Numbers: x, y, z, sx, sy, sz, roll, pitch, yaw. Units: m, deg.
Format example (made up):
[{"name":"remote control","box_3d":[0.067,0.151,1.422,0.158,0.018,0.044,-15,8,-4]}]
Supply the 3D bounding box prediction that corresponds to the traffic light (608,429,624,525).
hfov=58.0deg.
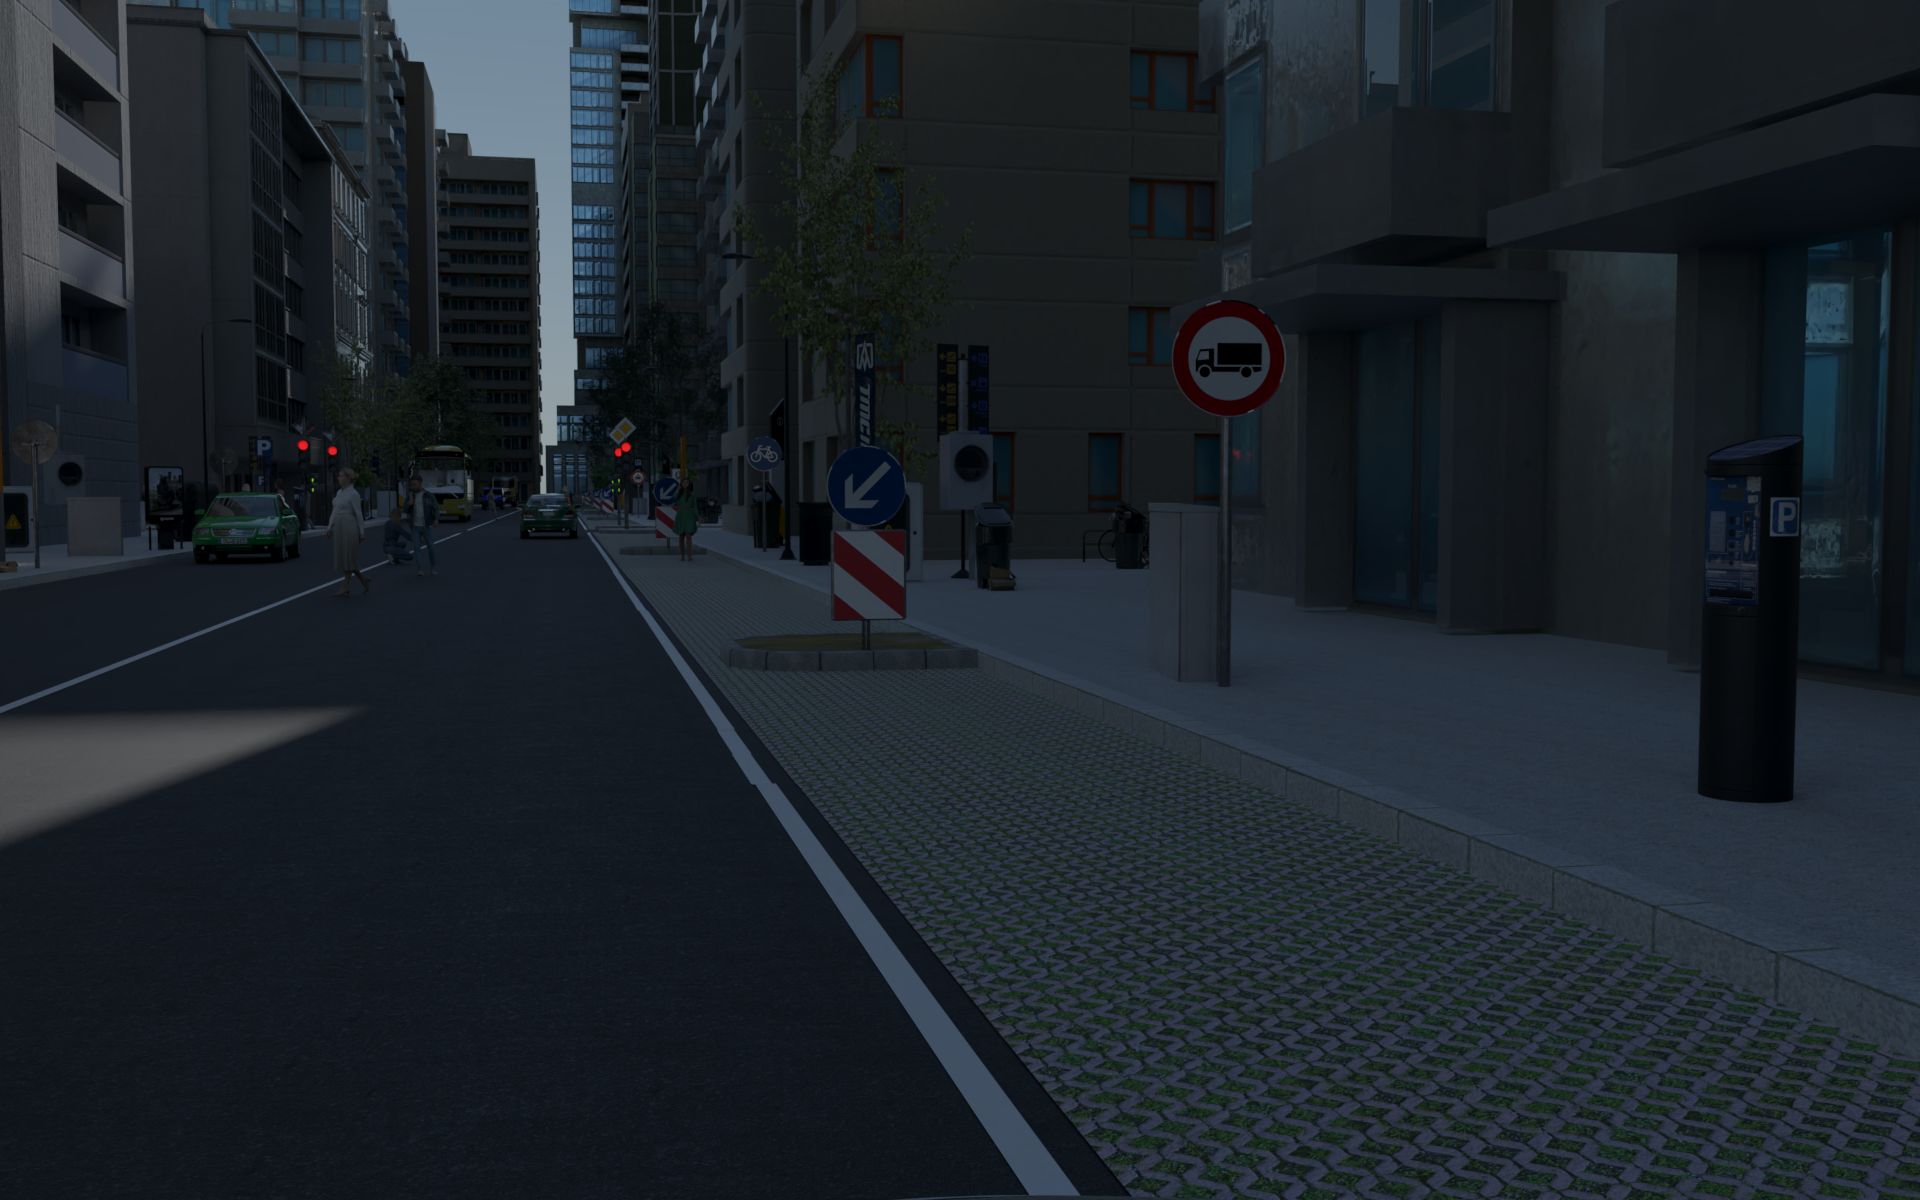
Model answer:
[{"name":"traffic light","box_3d":[-13.982,-5.014,70.906,0.839,4.253,0.868,-1,4,-13]}]

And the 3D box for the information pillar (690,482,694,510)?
[{"name":"information pillar","box_3d":[-16.299,-6.130,104.719,0.304,2.012,0.304,-3,5,-44]}]

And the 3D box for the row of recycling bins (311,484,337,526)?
[{"name":"row of recycling bins","box_3d":[-25.995,-3.926,71.302,1.069,1.692,3.534,-1,4,-12]}]

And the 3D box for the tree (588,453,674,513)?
[{"name":"tree","box_3d":[-22.788,-8.260,118.757,4.285,4.588,4.351,0,3,0]}]

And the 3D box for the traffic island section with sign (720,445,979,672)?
[{"name":"traffic island section with sign","box_3d":[-1.032,-0.382,14.876,1.989,1.847,2.006,-1,4,-13]}]

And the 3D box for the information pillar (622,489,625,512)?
[{"name":"information pillar","box_3d":[-23.930,-8.083,123.509,0.183,3.616,0.504,3,4,37]}]

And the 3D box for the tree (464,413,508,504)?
[{"name":"tree","box_3d":[-60.540,-17.811,216.961,9.928,11.665,9.643,0,3,0]}]

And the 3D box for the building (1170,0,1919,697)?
[{"name":"building","box_3d":[15.698,-23.998,11.982,23.786,49.044,30.456,-1,4,-13]}]

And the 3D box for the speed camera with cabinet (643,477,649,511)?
[{"name":"speed camera with cabinet","box_3d":[-24.073,-8.504,133.373,0.660,3.252,2.038,-1,4,-8]}]

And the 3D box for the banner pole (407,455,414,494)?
[{"name":"banner pole","box_3d":[-35.614,-7.472,112.181,0.401,3.779,0.863,1,4,22]}]

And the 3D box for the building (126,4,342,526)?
[{"name":"building","box_3d":[-39.120,-16.145,83.042,14.314,24.678,30.058,-1,4,-13]}]

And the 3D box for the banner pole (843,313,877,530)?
[{"name":"banner pole","box_3d":[-1.404,-2.074,23.923,0.401,3.779,0.863,-3,5,-40]}]

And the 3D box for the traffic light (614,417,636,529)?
[{"name":"traffic light","box_3d":[-12.192,-4.538,63.123,0.839,4.253,0.868,-1,4,-13]}]

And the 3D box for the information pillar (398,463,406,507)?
[{"name":"information pillar","box_3d":[-38.985,-7.936,121.109,0.504,3.616,0.183,-2,4,-27]}]

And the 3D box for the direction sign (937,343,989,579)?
[{"name":"direction sign","box_3d":[0.047,-2.099,26.316,0.876,3.537,0.379,-2,4,-27]}]

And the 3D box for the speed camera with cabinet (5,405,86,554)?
[{"name":"speed camera with cabinet","box_3d":[-20.303,-2.666,37.919,0.660,3.252,2.038,3,4,37]}]

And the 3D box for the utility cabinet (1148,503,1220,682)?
[{"name":"utility cabinet","box_3d":[1.586,-0.068,12.281,0.306,1.237,1.020,0,4,-6]}]

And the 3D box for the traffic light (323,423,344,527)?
[{"name":"traffic light","box_3d":[-24.710,-4.863,68.430,0.839,4.253,0.868,-1,4,-13]}]

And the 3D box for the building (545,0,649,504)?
[{"name":"building","box_3d":[-41.841,-56.690,239.547,31.000,86.520,22.319,-1,4,-13]}]

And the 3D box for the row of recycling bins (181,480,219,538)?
[{"name":"row of recycling bins","box_3d":[-22.308,-2.656,50.546,1.069,1.692,3.534,-2,4,-30]}]

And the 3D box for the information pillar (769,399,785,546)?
[{"name":"information pillar","box_3d":[-4.494,-3.132,42.571,0.183,3.616,0.504,3,4,36]}]

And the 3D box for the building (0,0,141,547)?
[{"name":"building","box_3d":[-37.499,-30.661,43.299,28.212,58.520,21.231,-1,4,-13]}]

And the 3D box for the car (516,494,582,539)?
[{"name":"car","box_3d":[-13.579,-2.777,57.208,2.131,1.459,4.920,-1,4,-13]}]

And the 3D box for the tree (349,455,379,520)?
[{"name":"tree","box_3d":[-29.424,-5.494,84.433,1.663,3.219,1.824,0,3,0]}]

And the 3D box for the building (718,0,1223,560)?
[{"name":"building","box_3d":[8.288,-12.518,49.709,27.650,21.520,28.899,-1,4,-13]}]

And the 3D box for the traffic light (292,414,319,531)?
[{"name":"traffic light","box_3d":[-22.920,-4.387,60.648,0.839,4.253,0.868,-1,4,-13]}]

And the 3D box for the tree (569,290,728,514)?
[{"name":"tree","box_3d":[-13.269,-8.891,79.775,7.601,10.594,8.767,0,4,1]}]

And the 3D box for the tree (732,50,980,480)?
[{"name":"tree","box_3d":[-1.838,-4.821,29.194,4.737,8.622,4.395,0,3,0]}]

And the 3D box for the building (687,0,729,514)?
[{"name":"building","box_3d":[-5.145,-30.063,111.143,23.786,49.044,30.456,-1,4,-13]}]

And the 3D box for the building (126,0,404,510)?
[{"name":"building","box_3d":[-60.788,-32.576,152.221,23.786,49.044,30.456,-1,4,-13]}]

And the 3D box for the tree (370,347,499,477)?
[{"name":"tree","box_3d":[-40.985,-13.359,135.419,9.611,12.733,9.660,0,3,0]}]

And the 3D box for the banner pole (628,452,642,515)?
[{"name":"banner pole","box_3d":[-19.412,-6.954,103.718,0.863,3.779,0.401,0,4,6]}]

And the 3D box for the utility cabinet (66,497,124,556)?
[{"name":"utility cabinet","box_3d":[-17.938,-1.515,35.930,1.020,1.237,0.306,-1,4,-22]}]

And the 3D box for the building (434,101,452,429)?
[{"name":"building","box_3d":[-73.750,-35.264,196.168,30.456,49.044,23.786,-1,4,-13]}]

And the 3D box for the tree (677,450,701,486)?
[{"name":"tree","box_3d":[-21.100,-8.941,129.899,4.285,4.588,4.351,0,3,0]}]

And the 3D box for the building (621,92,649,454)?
[{"name":"building","box_3d":[-29.162,-35.715,207.638,21.300,48.544,21.600,-1,4,-13]}]

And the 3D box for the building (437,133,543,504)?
[{"name":"building","box_3d":[-68.042,-37.397,235.144,21.600,48.544,21.300,-1,4,-13]}]

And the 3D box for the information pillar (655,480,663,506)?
[{"name":"information pillar","box_3d":[-15.595,-5.212,89.707,0.304,2.012,0.304,-2,4,-25]}]

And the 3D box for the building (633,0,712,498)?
[{"name":"building","box_3d":[-22.118,-44.855,171.636,20.563,71.187,20.611,-1,4,-13]}]

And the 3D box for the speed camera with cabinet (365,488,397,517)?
[{"name":"speed camera with cabinet","box_3d":[-32.543,-6.257,96.635,2.038,3.252,0.660,-1,4,-10]}]

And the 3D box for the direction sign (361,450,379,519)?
[{"name":"direction sign","box_3d":[-30.214,-5.920,88.789,0.876,3.537,0.379,0,3,0]}]

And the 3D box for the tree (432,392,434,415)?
[{"name":"tree","box_3d":[-33.483,-9.366,103.491,4.737,8.622,4.395,0,3,0]}]

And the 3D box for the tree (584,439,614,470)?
[{"name":"tree","box_3d":[-43.634,-15.916,210.596,4.360,8.622,3.978,0,3,0]}]

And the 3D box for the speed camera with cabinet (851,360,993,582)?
[{"name":"speed camera with cabinet","box_3d":[-0.569,-1.897,25.350,2.038,3.252,0.660,-1,4,-16]}]

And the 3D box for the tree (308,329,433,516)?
[{"name":"tree","box_3d":[-27.268,-7.811,78.065,4.737,8.622,4.395,0,3,0]}]

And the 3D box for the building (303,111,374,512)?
[{"name":"building","box_3d":[-44.882,-19.121,109.886,12.463,27.353,25.104,-1,4,-13]}]

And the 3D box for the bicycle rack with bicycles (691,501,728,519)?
[{"name":"bicycle rack with bicycles","box_3d":[-13.058,-4.660,89.580,2.925,0.926,2.852,2,4,35]}]

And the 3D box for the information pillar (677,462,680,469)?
[{"name":"information pillar","box_3d":[-20.590,-8.316,127.322,0.504,3.616,0.183,-3,4,-37]}]

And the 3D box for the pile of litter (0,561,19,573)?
[{"name":"pile of litter","box_3d":[-16.210,-0.895,28.596,1.176,0.858,1.719,-2,4,-32]}]

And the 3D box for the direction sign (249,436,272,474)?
[{"name":"direction sign","box_3d":[-27.343,-4.632,67.726,0.876,3.537,0.379,0,4,2]}]

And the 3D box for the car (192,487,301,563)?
[{"name":"car","box_3d":[-15.420,-1.758,37.543,1.959,1.807,4.718,-1,4,-15]}]

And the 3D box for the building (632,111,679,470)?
[{"name":"building","box_3d":[-28.661,-30.955,189.703,14.154,41.232,14.086,-1,4,-13]}]

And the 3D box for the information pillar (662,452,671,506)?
[{"name":"information pillar","box_3d":[-16.241,-6.391,95.840,0.504,3.616,0.183,1,4,17]}]

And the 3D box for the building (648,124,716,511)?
[{"name":"building","box_3d":[-17.689,-22.517,139.847,14.160,30.474,14.107,-1,4,-13]}]

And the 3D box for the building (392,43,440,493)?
[{"name":"building","box_3d":[-60.525,-32.119,175.261,14.600,45.320,14.200,-1,4,-13]}]

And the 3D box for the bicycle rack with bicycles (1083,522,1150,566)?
[{"name":"bicycle rack with bicycles","box_3d":[3.746,-1.155,32.260,2.925,0.926,2.852,-2,4,-30]}]
